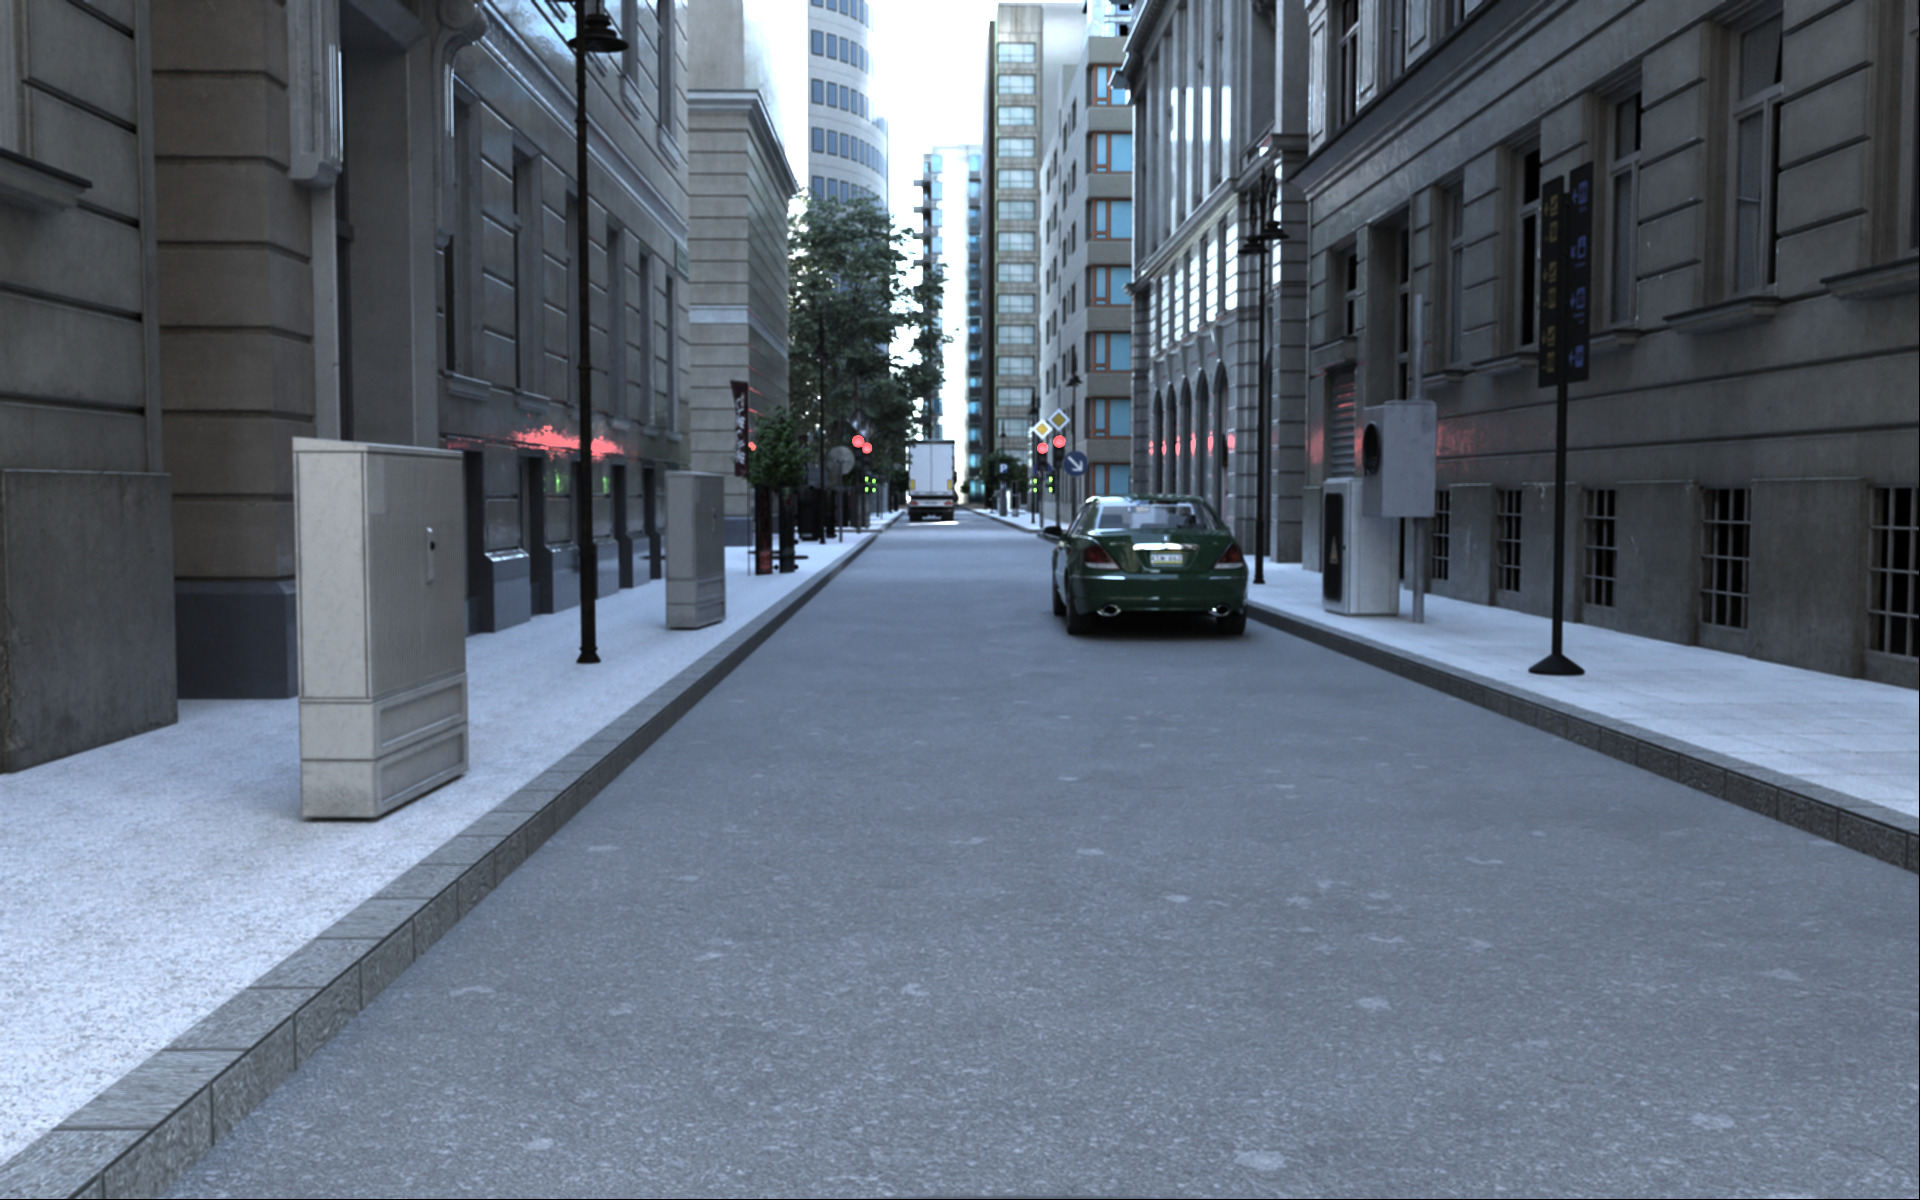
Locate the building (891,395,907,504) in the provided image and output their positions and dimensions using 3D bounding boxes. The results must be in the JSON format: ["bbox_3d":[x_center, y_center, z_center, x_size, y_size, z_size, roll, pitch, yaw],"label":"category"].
[{"bbox_3d":[-22.734,-56.257,232.481,31.000,86.520,22.319,0,4,-1],"label":"building"}]

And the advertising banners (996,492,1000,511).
[{"bbox_3d":[2.956,-8.234,130.820,0.090,3.025,2.074,1,4,14],"label":"advertising banners"}]

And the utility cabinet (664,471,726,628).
[{"bbox_3d":[-2.557,-0.500,16.859,0.318,1.500,1.173,0,4,6],"label":"utility cabinet"}]

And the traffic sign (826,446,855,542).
[{"bbox_3d":[-3.174,-2.809,46.038,0.768,2.556,0.104,0,3,0],"label":"traffic sign"}]

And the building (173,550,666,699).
[{"bbox_3d":[-10.612,-14.289,19.535,13.634,28.700,20.117,0,4,-1],"label":"building"}]

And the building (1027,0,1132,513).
[{"bbox_3d":[16.357,-48.647,108.054,22.319,86.520,31.000,0,4,-1],"label":"building"}]

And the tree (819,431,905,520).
[{"bbox_3d":[-5.325,-6.170,84.596,4.285,4.588,4.351,0,3,0],"label":"tree"}]

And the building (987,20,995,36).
[{"bbox_3d":[9.331,-31.322,162.220,14.600,45.320,14.200,0,4,-1],"label":"building"}]

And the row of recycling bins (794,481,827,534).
[{"bbox_3d":[-6.260,-3.023,56.541,3.534,1.692,1.069,0,4,6],"label":"row of recycling bins"}]

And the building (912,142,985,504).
[{"bbox_3d":[8.783,-37.661,235.370,30.456,49.044,23.786,0,4,-1],"label":"building"}]

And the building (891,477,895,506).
[{"bbox_3d":[-22.955,-29.830,179.605,32.217,40.220,23.993,0,4,-1],"label":"building"}]

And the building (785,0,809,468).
[{"bbox_3d":[-14.859,-26.559,84.348,14.600,45.320,14.200,0,4,-1],"label":"building"}]

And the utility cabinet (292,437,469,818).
[{"bbox_3d":[-2.396,0.085,7.289,0.318,1.500,1.173,0,4,2],"label":"utility cabinet"}]

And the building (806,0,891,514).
[{"bbox_3d":[-15.601,-35.296,119.090,21.231,58.520,28.212,0,4,-1],"label":"building"}]

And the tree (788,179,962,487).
[{"bbox_3d":[-5.029,-10.052,70.999,9.857,13.997,8.962,0,3,0],"label":"tree"}]

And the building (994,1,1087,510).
[{"bbox_3d":[9.901,-28.419,148.237,14.154,41.232,14.086,0,4,-1],"label":"building"}]

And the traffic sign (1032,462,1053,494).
[{"bbox_3d":[3.135,-4.014,65.727,0.768,2.556,0.104,0,4,7],"label":"traffic sign"}]

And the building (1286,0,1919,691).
[{"bbox_3d":[13.386,-11.103,14.820,16.112,22.955,30.059,0,4,-1],"label":"building"}]

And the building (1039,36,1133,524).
[{"bbox_3d":[19.012,-14.355,79.743,28.899,21.520,27.650,0,4,-1],"label":"building"}]

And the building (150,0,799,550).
[{"bbox_3d":[-14.908,-16.015,47.745,20.117,28.700,13.634,0,4,-1],"label":"building"}]

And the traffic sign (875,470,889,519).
[{"bbox_3d":[-4.067,-5.478,89.678,0.768,2.556,0.104,0,4,7],"label":"traffic sign"}]

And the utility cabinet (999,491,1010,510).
[{"bbox_3d":[3.495,-7.995,139.393,0.318,1.500,1.173,3,5,42],"label":"utility cabinet"}]

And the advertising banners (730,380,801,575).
[{"bbox_3d":[-3.112,-1.919,27.564,0.090,3.025,2.074,2,4,23],"label":"advertising banners"}]

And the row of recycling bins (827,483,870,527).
[{"bbox_3d":[-5.054,-3.688,67.411,3.534,1.692,1.069,2,4,30],"label":"row of recycling bins"}]

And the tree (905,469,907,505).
[{"bbox_3d":[-5.524,-7.252,102.282,4.285,4.588,4.351,0,3,0],"label":"tree"}]

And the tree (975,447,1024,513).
[{"bbox_3d":[2.750,-8.319,119.724,4.285,4.588,4.351,0,3,0],"label":"tree"}]

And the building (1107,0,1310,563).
[{"bbox_3d":[11.527,-12.316,43.173,13.314,21.916,24.055,0,4,-1],"label":"building"}]

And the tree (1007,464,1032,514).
[{"bbox_3d":[3.745,-7.185,112.073,1.663,3.219,1.824,0,3,0],"label":"tree"}]

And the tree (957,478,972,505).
[{"bbox_3d":[0.602,-12.990,206.982,1.663,3.219,1.824,0,3,0],"label":"tree"}]

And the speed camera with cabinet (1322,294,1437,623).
[{"bbox_3d":[4.316,-1.444,17.947,0.660,3.252,2.038,0,4,-4],"label":"speed camera with cabinet"}]

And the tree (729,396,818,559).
[{"bbox_3d":[-3.518,-2.440,34.499,1.663,3.219,1.824,0,3,0],"label":"tree"}]

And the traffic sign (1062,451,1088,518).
[{"bbox_3d":[3.411,-3.127,51.236,0.768,2.556,0.104,0,4,5],"label":"traffic sign"}]
